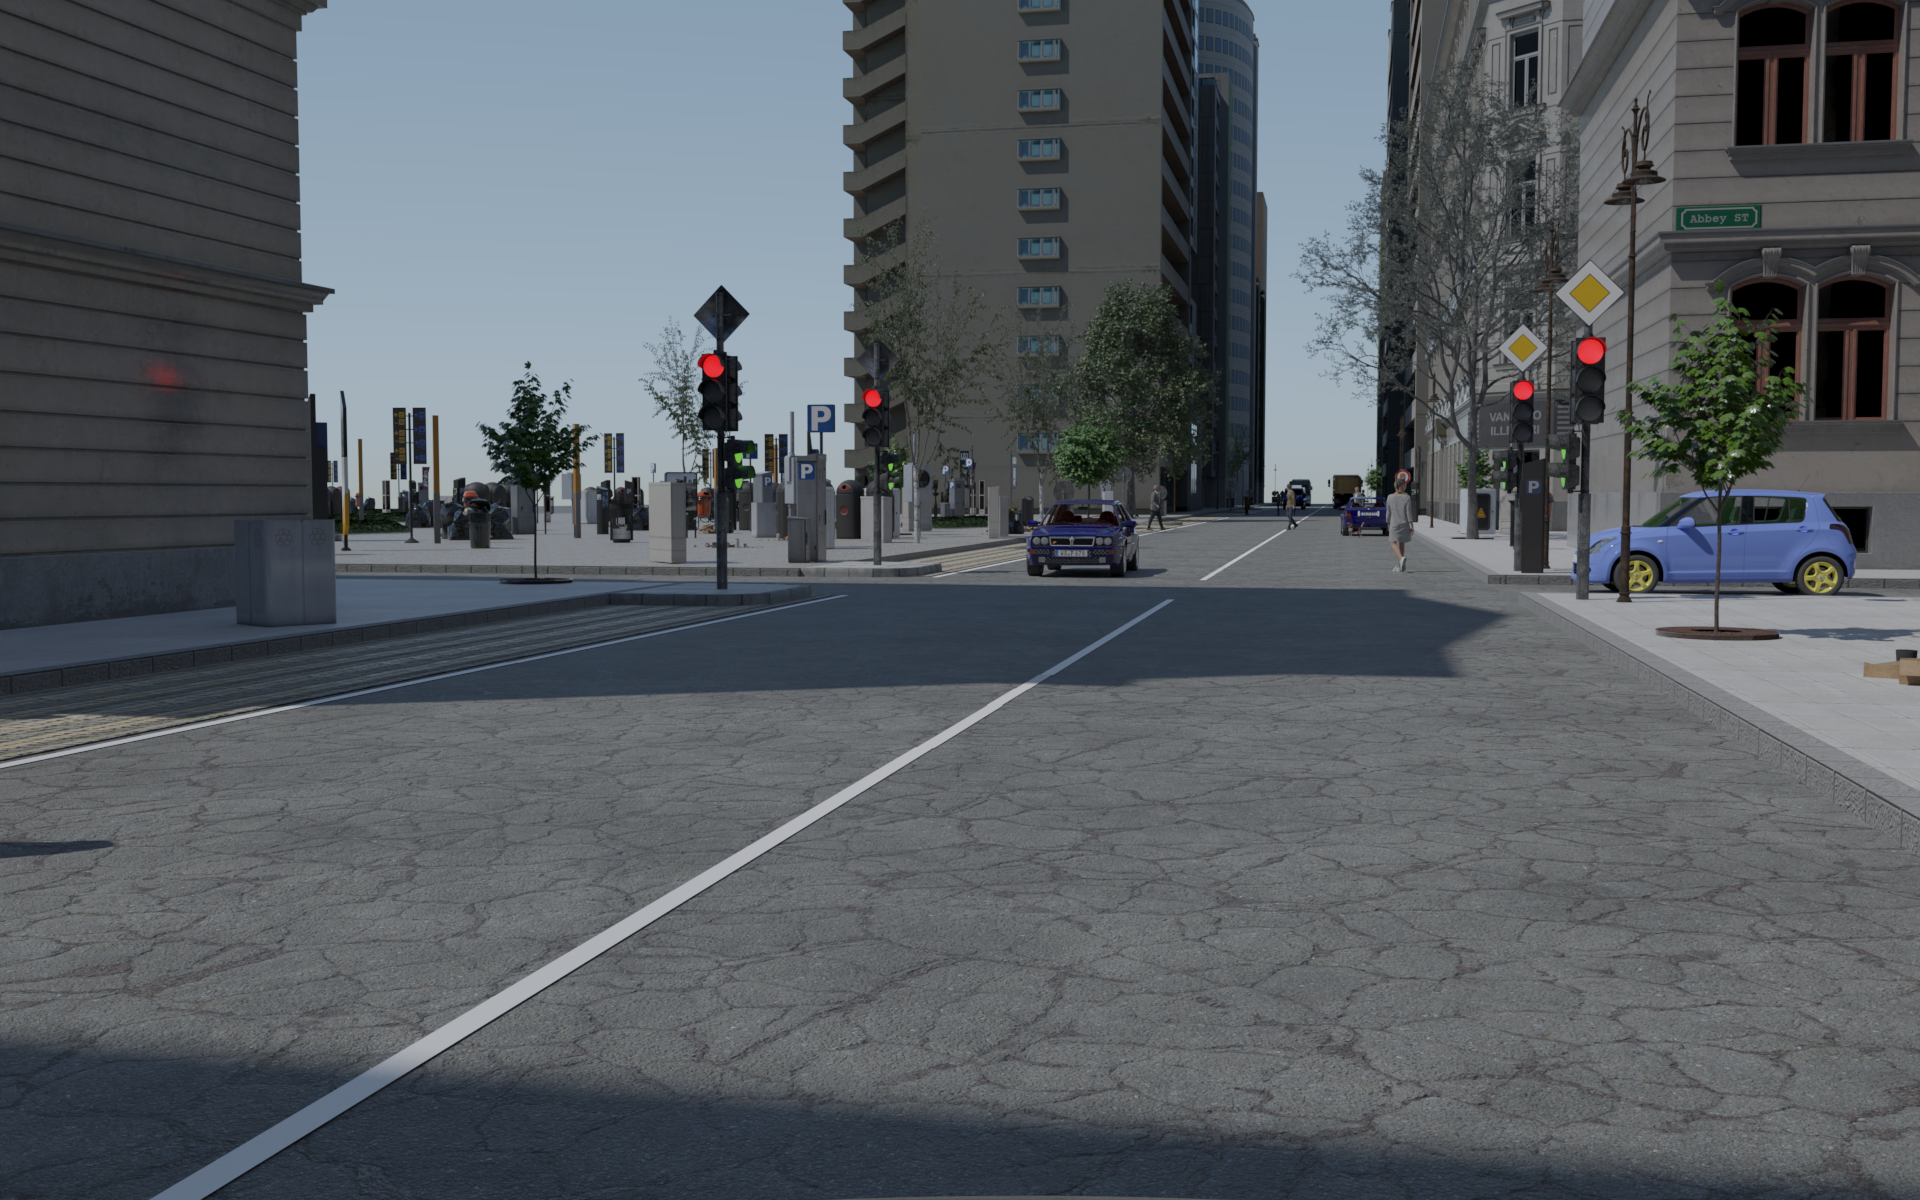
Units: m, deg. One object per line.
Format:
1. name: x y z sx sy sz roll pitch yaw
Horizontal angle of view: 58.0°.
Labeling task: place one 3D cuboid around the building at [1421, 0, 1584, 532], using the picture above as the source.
1. building: 30.365 -18.439 77.891 17.030 29.872 44.131 1 4 12

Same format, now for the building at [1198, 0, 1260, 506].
1. building: 23.352 -40.408 202.677 21.231 58.520 28.212 1 4 12

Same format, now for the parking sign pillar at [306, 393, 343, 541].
1. parking sign pillar: -17.600 -3.587 47.114 1.447 3.967 1.447 -2 4 -35

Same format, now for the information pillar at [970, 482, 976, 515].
1. information pillar: 0.754 -5.999 102.576 0.304 2.012 0.304 2 4 33

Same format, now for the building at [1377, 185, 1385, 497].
1. building: 62.249 -33.289 227.874 14.154 41.232 14.086 1 4 12

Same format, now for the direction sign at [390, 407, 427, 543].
1. direction sign: -14.380 -3.261 45.321 0.876 3.537 0.379 0 4 3

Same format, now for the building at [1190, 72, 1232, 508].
1. building: 18.183 -29.426 164.713 14.154 41.232 14.086 1 4 12

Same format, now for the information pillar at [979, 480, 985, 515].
1. information pillar: 1.189 -5.412 92.975 0.304 2.012 0.304 0 4 5

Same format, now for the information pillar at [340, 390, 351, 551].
1. information pillar: -13.870 -2.917 39.044 0.183 3.616 0.504 -2 4 -26

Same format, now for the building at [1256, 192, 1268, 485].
1. building: 36.994 -36.734 250.714 14.600 45.320 14.200 1 4 12

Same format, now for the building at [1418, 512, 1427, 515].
1. building: 40.110 -29.812 111.134 21.300 48.544 21.600 1 4 12

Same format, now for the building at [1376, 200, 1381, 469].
1. building: 70.072 -37.949 244.161 21.300 48.544 21.600 1 4 12

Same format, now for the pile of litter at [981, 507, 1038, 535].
1. pile of litter: 1.362 -2.532 55.357 1.719 0.858 1.176 -2 4 -32

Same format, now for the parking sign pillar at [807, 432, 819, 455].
1. parking sign pillar: -6.352 -5.288 74.930 1.447 3.967 1.447 0 4 0

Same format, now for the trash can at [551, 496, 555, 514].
1. trash can: -26.054 -6.001 109.777 0.748 1.137 0.748 0 3 0

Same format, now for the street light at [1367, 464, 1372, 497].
1. street light: 60.599 -17.397 257.225 0.468 5.910 1.993 1 4 12

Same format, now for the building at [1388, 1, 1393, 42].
1. building: 61.400 -40.606 205.912 21.231 58.520 28.212 1 4 12

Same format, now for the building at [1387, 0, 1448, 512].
1. building: 50.906 -32.912 161.807 21.300 48.544 21.600 1 4 12

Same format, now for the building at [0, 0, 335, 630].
1. building: -25.550 -12.240 19.208 34.723 24.649 14.460 1 4 12

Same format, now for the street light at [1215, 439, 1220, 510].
1. street light: 21.216 -10.384 142.569 0.468 5.910 1.993 1 4 12

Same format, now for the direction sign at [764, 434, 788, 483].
1. direction sign: -6.908 -4.476 65.179 0.876 3.537 0.379 0 4 -5

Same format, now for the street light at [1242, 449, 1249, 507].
1. street light: 29.190 -12.589 178.616 0.468 5.910 1.993 1 4 12

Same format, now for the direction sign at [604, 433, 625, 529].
1. direction sign: -12.820 -4.420 64.271 0.876 3.537 0.379 2 4 24

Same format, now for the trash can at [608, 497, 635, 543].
1. trash can: -8.932 -2.082 45.698 0.748 1.137 0.748 0 3 0

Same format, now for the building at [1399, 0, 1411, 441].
1. building: 46.276 -29.423 135.683 22.147 44.769 28.867 1 4 12

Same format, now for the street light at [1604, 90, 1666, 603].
1. street light: 7.880 -2.910 20.368 0.468 5.910 1.993 1 4 12

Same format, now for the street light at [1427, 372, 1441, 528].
1. street light: 17.926 -5.679 65.634 0.468 5.910 1.993 1 4 12

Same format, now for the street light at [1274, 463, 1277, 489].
1. street light: 47.295 -17.554 259.792 0.468 5.910 1.993 1 4 12

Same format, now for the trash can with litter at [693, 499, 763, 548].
1. trash can with litter: -5.634 -1.898 42.086 1.678 1.210 2.233 0 4 -7

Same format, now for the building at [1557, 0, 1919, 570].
1. building: 24.361 -15.018 32.931 23.554 28.519 14.401 1 4 12

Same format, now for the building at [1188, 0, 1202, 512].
1. building: 9.375 -50.738 142.233 22.319 86.520 31.000 1 4 12

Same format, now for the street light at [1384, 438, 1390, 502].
1. street light: 34.500 -10.233 140.094 0.468 5.910 1.993 1 4 12

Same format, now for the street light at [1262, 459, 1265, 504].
1. street light: 39.227 -15.350 223.765 0.468 5.910 1.993 1 4 12

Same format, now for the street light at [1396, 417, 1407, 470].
1. street light: 26.458 -8.029 104.061 0.468 5.910 1.993 1 4 12

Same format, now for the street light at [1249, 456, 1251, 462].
1. street light: 31.288 -13.144 187.691 0.468 5.910 1.993 1 4 12

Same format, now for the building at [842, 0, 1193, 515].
1. building: 4.094 -30.212 117.673 21.300 48.544 21.600 1 4 12

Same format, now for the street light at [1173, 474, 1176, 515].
1. street light: 13.227 -8.180 106.525 0.468 5.910 1.993 1 4 12

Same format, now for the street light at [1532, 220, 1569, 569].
1. street light: 10.051 -3.473 29.564 0.468 5.910 1.993 1 4 12

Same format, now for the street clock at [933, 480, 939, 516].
1. street clock: -1.216 -5.004 86.393 0.358 2.002 0.471 0 4 2

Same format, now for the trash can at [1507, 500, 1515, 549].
1. trash can: 13.112 -1.751 40.283 0.748 1.137 0.748 0 3 0

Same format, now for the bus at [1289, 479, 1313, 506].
1. bus: 40.768 -13.006 207.504 2.948 3.499 13.247 1 4 12

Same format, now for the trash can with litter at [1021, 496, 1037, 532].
1. trash can with litter: 1.945 -2.932 58.993 2.233 1.210 1.678 -3 5 -41

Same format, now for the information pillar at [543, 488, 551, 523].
1. information pillar: -18.632 -4.504 78.133 0.304 2.012 0.304 -1 4 -17

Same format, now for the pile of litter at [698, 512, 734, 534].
1. pile of litter: -7.996 -2.593 56.354 1.176 0.858 1.719 2 4 30

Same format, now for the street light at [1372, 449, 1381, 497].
1. street light: 44.517 -12.973 184.900 0.468 5.910 1.993 1 4 12

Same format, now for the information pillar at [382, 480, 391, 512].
1. information pillar: -30.531 -5.363 92.176 0.304 2.012 0.304 2 4 35

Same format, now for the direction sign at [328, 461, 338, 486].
1. direction sign: -42.370 -7.643 116.966 0.876 3.537 0.379 1 4 17

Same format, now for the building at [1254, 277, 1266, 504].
1. building: 34.407 -28.475 237.269 14.160 30.474 14.107 1 4 12

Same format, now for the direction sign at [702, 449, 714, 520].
1. direction sign: -12.469 -5.792 86.698 0.876 3.537 0.379 -1 4 -23

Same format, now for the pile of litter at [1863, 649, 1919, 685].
1. pile of litter: 6.869 0.144 11.613 1.176 0.858 1.719 0 4 -2

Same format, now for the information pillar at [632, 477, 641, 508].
1. information pillar: -13.746 -4.222 73.520 0.304 2.012 0.304 0 4 7
